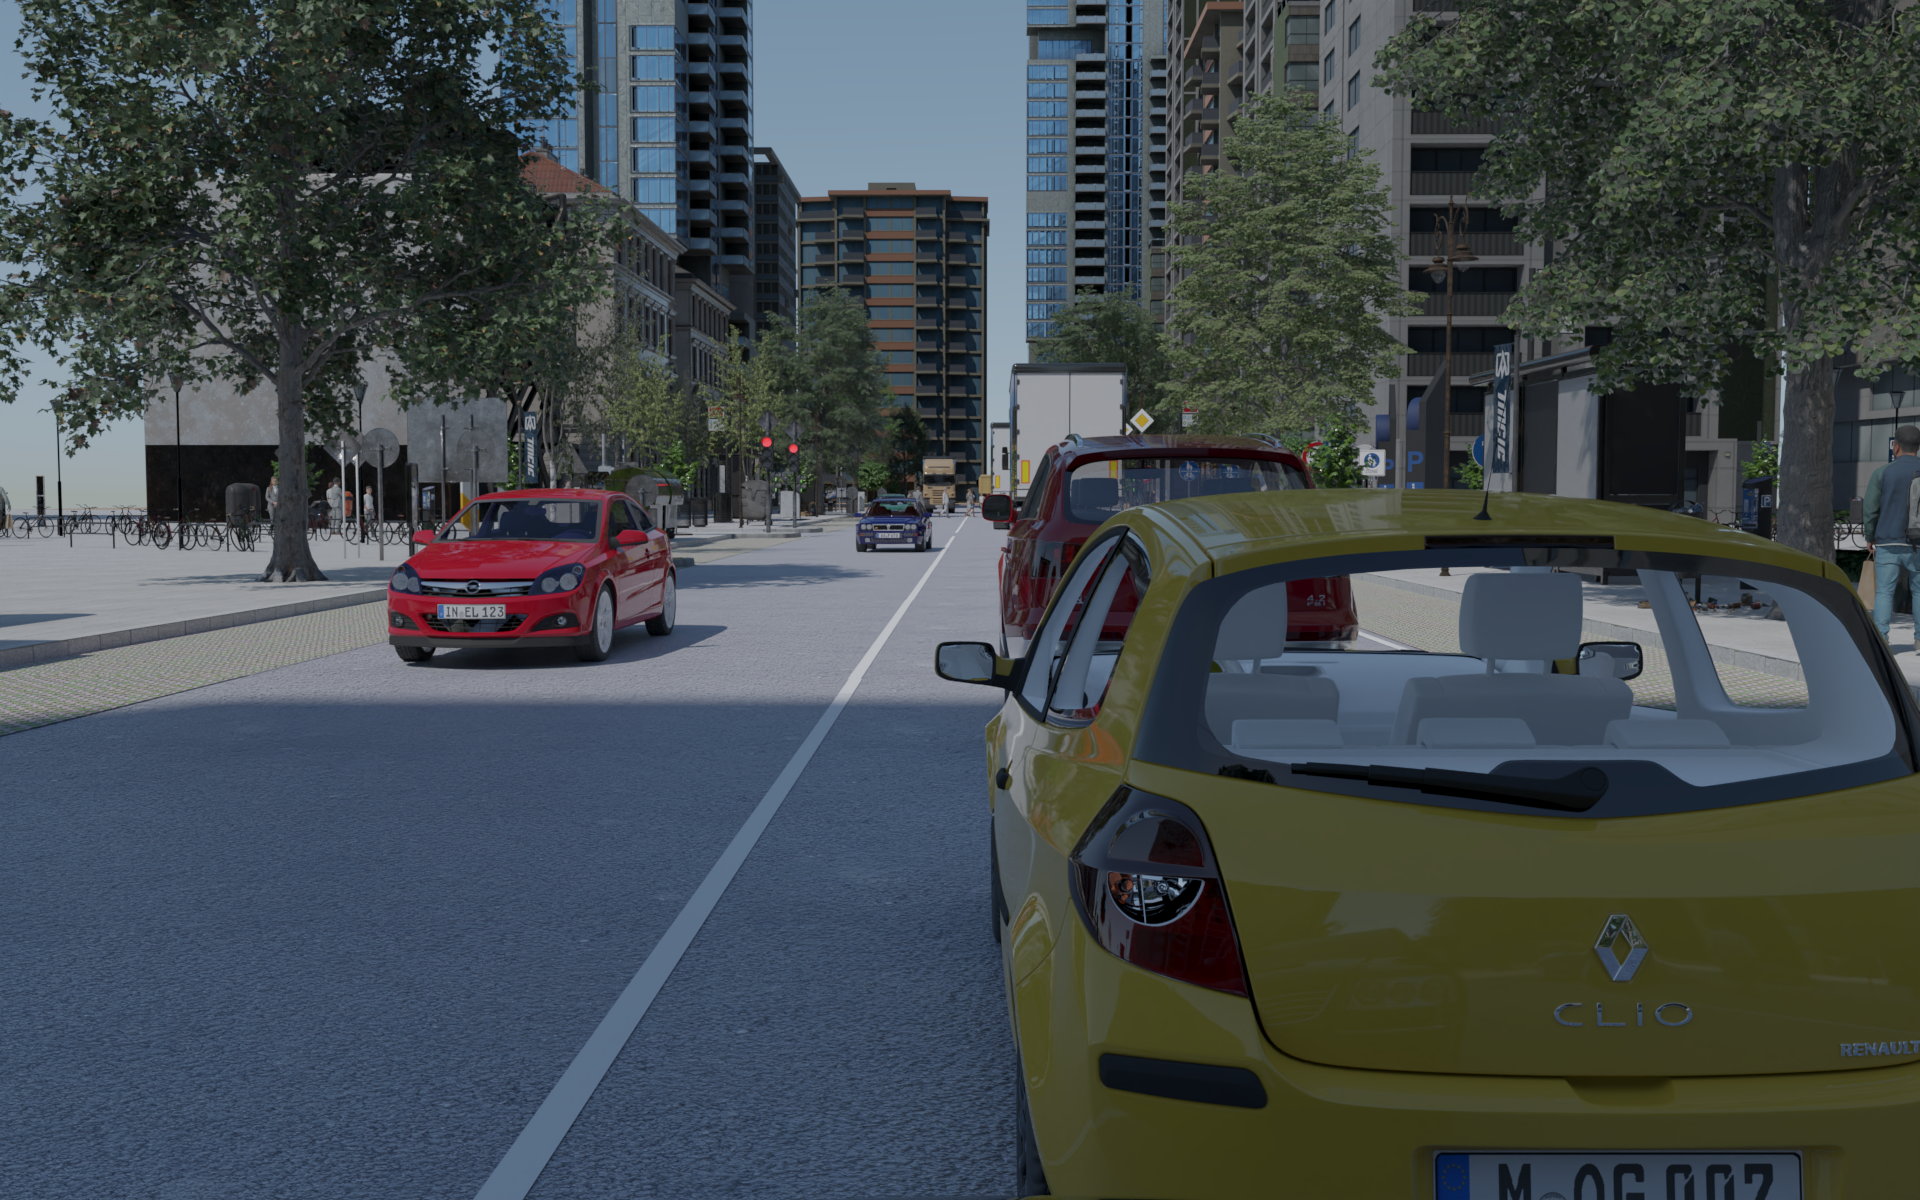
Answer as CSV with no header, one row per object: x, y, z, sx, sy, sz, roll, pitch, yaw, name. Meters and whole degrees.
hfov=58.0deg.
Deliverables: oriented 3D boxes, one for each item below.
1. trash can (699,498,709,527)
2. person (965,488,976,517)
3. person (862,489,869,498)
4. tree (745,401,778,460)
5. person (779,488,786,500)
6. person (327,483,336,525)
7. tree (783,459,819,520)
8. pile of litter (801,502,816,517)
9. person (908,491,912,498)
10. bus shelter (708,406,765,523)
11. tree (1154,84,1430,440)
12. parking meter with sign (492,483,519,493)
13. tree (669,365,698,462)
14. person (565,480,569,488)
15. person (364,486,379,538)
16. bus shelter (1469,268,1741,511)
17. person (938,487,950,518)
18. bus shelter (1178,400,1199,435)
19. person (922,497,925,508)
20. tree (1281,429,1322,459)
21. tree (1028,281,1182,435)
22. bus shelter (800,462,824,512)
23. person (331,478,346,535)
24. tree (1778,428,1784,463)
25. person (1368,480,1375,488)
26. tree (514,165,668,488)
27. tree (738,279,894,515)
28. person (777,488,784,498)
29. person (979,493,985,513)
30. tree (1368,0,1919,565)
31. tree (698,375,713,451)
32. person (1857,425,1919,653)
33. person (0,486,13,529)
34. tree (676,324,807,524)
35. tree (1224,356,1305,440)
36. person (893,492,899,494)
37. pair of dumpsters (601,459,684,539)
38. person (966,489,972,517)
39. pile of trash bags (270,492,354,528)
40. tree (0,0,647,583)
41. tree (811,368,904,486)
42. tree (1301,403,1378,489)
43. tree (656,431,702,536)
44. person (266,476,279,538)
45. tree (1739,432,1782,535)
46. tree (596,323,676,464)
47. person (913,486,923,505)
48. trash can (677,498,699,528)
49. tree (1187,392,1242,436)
-10.090,-3.397,67.187,0.748,1.137,0.748,0,3,0,trash can
0.682,-6.004,106.764,0.778,1.811,0.616,0,4,-5,person
-9.527,-10.105,171.245,0.705,1.826,1.348,3,5,42,person
-15.366,-11.221,133.829,4.360,8.622,3.978,0,3,0,tree
-12.550,-7.140,123.457,0.731,1.740,0.598,0,4,3,person
-25.626,-3.931,70.893,0.480,1.755,0.524,1,4,18,person
-8.039,-5.634,86.721,1.663,3.219,1.824,0,3,0,tree
-8.776,-5.244,99.709,1.176,0.858,1.719,2,4,24,pile of litter
-4.036,-7.893,138.548,0.522,1.701,0.512,3,5,43,person
-10.346,-6.358,81.591,2.179,5.291,8.768,0,4,1,bus shelter
9.288,-7.977,48.559,7.486,12.596,7.792,0,3,0,tree
-14.823,-3.704,56.817,1.738,3.016,0.543,3,4,38,parking meter with sign
-16.367,-8.640,91.621,4.360,8.622,3.978,0,3,0,tree
-15.386,-3.774,67.775,0.620,1.820,0.660,2,4,28,person
-17.400,-2.594,51.049,0.523,1.515,0.503,-1,4,-11,person
9.900,-3.113,28.522,2.179,5.291,8.768,0,4,1,bus shelter
-0.911,-5.730,102.064,0.818,1.842,0.514,-1,4,-10,person
9.103,-5.750,71.643,2.179,5.291,8.768,0,4,1,bus shelter
-1.985,-4.814,91.483,0.640,1.303,0.475,-1,4,-14,person
16.349,-6.172,84.618,4.285,4.588,4.351,0,3,0,tree
8.772,-12.009,102.998,9.857,13.997,8.962,0,3,0,tree
-9.900,-7.620,115.864,1.731,3.624,6.357,0,4,1,bus shelter
-19.586,-2.962,54.655,0.511,1.800,0.466,2,4,29,person
62.351,-9.567,119.318,11.467,7.101,20.602,0,4,-1,tree
16.674,-3.922,70.074,0.836,1.842,0.656,2,4,32,person
-9.166,-5.476,39.888,4.360,8.622,3.978,0,3,0,tree
-8.532,-12.100,104.498,9.857,13.997,8.962,0,3,0,tree
-16.410,-9.456,160.738,1.350,1.814,0.705,-2,4,-26,person
1.686,-7.184,128.551,0.503,1.515,0.523,-1,4,-13,person
8.702,-6.760,17.183,9.857,13.997,8.962,0,3,0,tree
-16.192,-9.142,99.827,4.360,8.622,3.978,0,3,0,tree
7.417,-0.469,13.701,0.713,1.824,0.794,-3,5,-44,person
-25.914,-2.452,46.618,0.782,1.767,0.515,-1,4,-16,person
-9.191,-7.601,74.645,4.737,8.622,4.395,0,3,0,tree
15.967,-8.526,89.758,4.737,8.622,4.395,0,3,0,tree
-7.257,-11.623,195.711,1.348,1.869,0.705,0,4,-3,person
-8.648,-2.735,47.215,1.574,2.255,4.437,0,4,1,pair of dumpsters
0.622,-6.206,110.515,0.362,1.759,0.519,-1,4,-22,person
-24.330,-3.399,65.324,3.447,1.369,1.912,1,4,19,pile of trash bags
-9.777,-6.623,25.300,9.611,12.733,9.660,0,3,0,tree
-8.205,-12.822,135.393,9.928,11.665,9.643,0,3,0,tree
8.131,-2.583,36.839,1.663,3.219,1.824,0,3,0,tree
-8.726,-3.617,53.741,1.663,3.219,1.824,0,3,0,tree
-19.544,-2.645,49.561,0.520,1.790,0.573,-3,4,-38,person
25.390,-3.661,54.459,1.663,3.219,1.824,0,3,0,tree
-13.469,-7.565,74.050,4.737,8.622,4.395,0,3,0,tree
-2.075,-4.661,84.823,0.709,1.813,0.853,2,4,27,person
-10.406,-3.267,65.069,0.748,1.137,0.748,0,3,0,trash can
17.152,-10.251,117.960,4.360,8.622,3.978,0,3,0,tree
